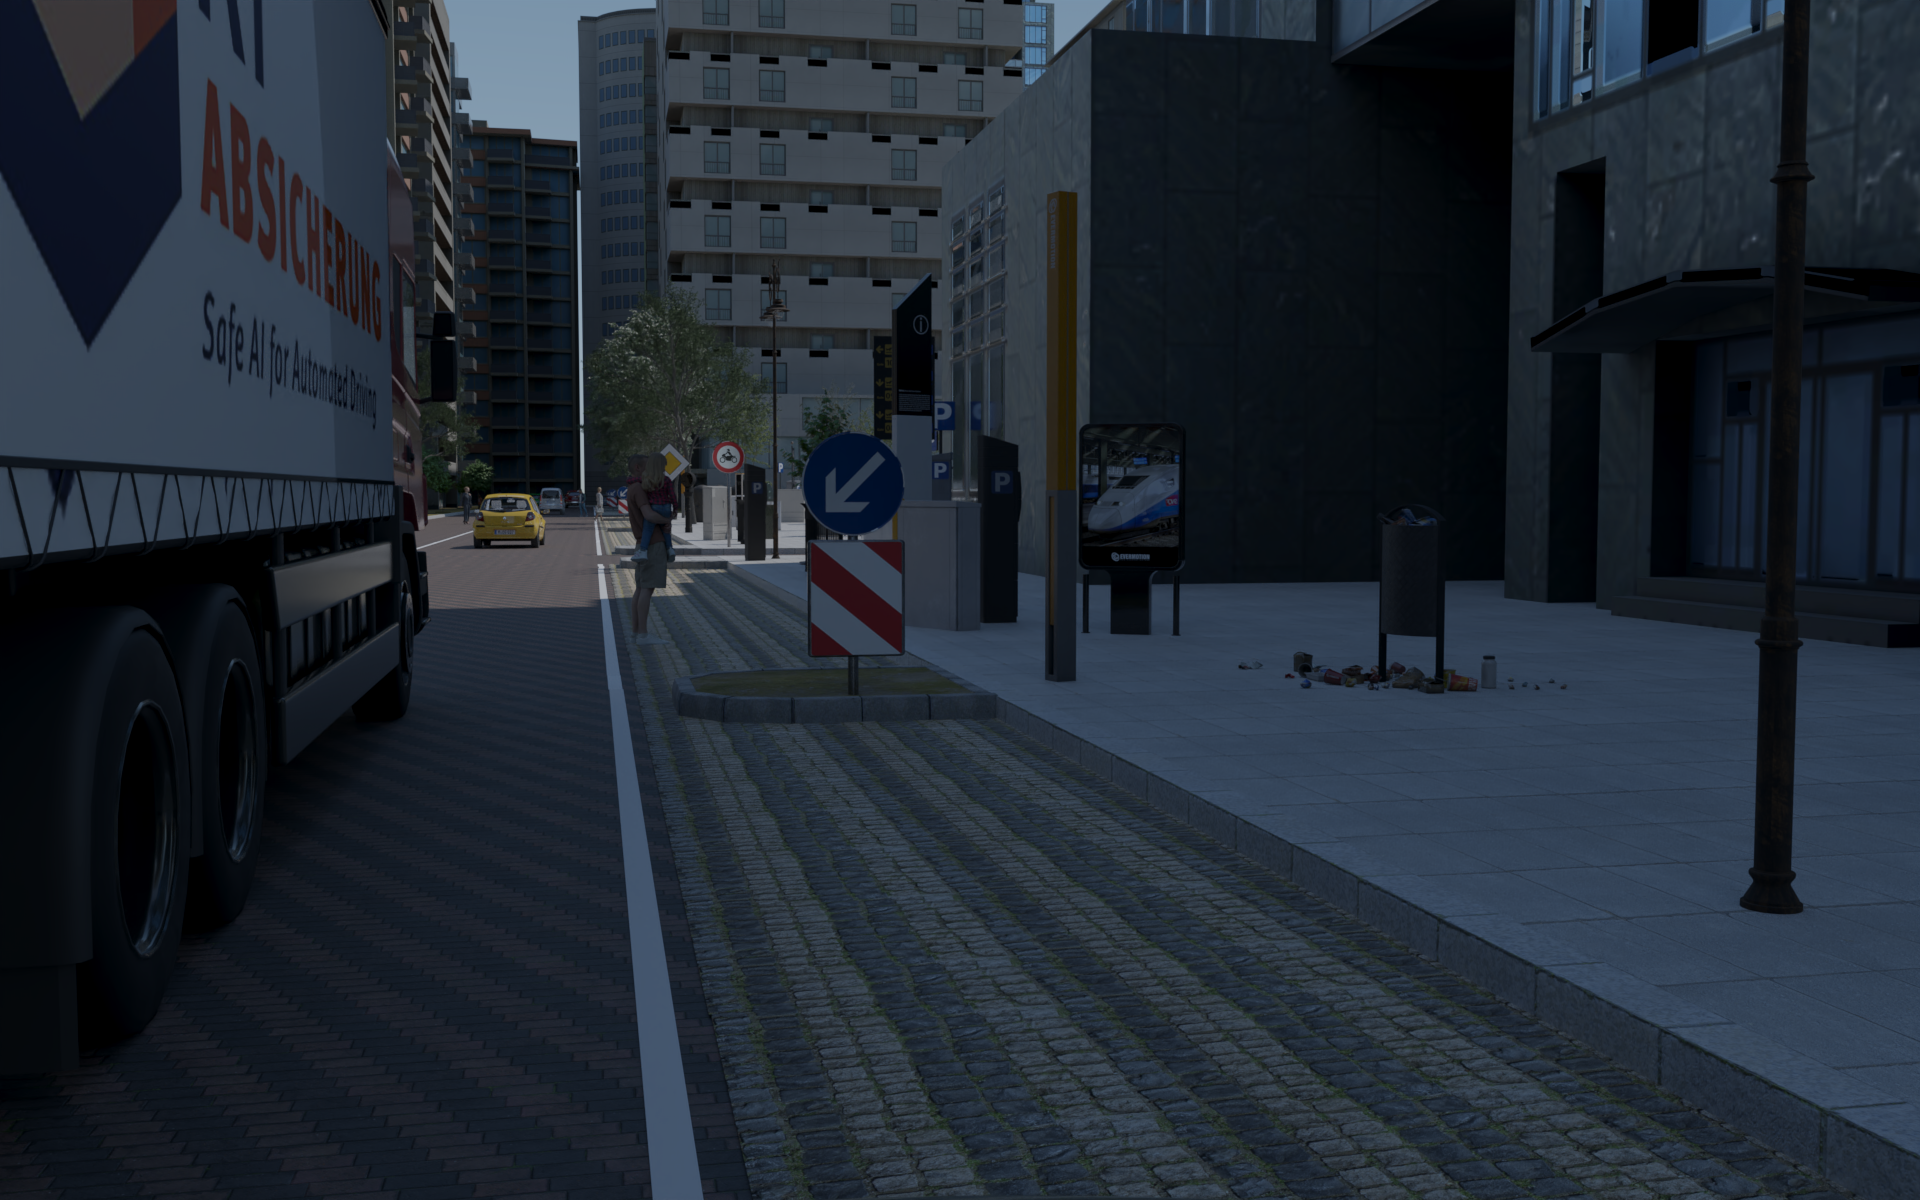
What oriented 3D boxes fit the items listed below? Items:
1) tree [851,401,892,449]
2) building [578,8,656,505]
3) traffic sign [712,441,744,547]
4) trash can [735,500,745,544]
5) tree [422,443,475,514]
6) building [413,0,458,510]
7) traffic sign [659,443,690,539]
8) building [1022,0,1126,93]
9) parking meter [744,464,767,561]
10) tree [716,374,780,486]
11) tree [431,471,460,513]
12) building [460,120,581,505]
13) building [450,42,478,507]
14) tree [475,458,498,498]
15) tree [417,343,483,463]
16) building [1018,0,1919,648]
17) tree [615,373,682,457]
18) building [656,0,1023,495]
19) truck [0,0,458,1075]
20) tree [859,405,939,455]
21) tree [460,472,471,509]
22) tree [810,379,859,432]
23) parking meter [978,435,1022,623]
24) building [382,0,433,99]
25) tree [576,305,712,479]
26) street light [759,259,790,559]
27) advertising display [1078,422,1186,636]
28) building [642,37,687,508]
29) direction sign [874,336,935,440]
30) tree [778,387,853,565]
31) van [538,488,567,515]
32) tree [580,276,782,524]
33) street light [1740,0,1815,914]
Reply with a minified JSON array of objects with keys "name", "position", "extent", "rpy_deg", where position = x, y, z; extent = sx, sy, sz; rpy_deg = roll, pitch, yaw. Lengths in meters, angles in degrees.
[{"name":"tree","position":[-4.546,-9.595,107.233],"extent":[4.737,8.622,4.395],"rpy_deg":[0,3,0]},{"name":"building","position":[-31.470,-40.839,209.723],"extent":[28.212,58.520,21.231],"rpy_deg":[-1,4,-12]},{"name":"traffic sign","position":[-5.571,-2.544,41.706],"extent":[0.768,2.556,0.104],"rpy_deg":[-1,4,-9]},{"name":"trash can","position":[-5.403,-2.002,44.386],"extent":[0.748,1.137,0.748],"rpy_deg":[0,3,0]},{"name":"tree","position":[-34.494,-7.805,111.321],"extent":[4.285,4.588,4.351],"rpy_deg":[0,3,0]},{"name":"building","position":[-55.403,-32.112,148.738],"extent":[21.300,48.544,21.600],"rpy_deg":[-1,4,-12]},{"name":"traffic sign","position":[-5.718,-1.866,34.146],"extent":[0.795,2.450,0.064],"rpy_deg":[-1,4,-12]},{"name":"building","position":[23.743,-36.528,186.476],"extent":[27.495,52.752,28.713],"rpy_deg":[-1,4,-12]},{"name":"parking meter","position":[-3.931,-1.689,33.331],"extent":[0.399,1.863,0.255],"rpy_deg":[-2,4,-27]},{"name":"tree","position":[-12.352,-9.088,98.953],"extent":[4.737,8.622,4.395],"rpy_deg":[0,3,0]},{"name":"tree","position":[-35.886,-7.667,119.962],"extent":[1.663,3.219,1.824],"rpy_deg":[0,3,0]},{"name":"building","position":[-59.550,-33.662,204.993],"extent":[28.867,44.769,22.147],"rpy_deg":[-1,4,-12]},{"name":"building","position":[-64.252,-33.780,171.918],"extent":[30.456,49.044,23.786],"rpy_deg":[-1,4,-12]},{"name":"tree","position":[-43.716,-10.629,157.494],"extent":[4.285,4.588,4.351],"rpy_deg":[0,3,0]},{"name":"tree","position":[-32.178,-10.352,103.669],"extent":[7.601,10.594,8.767],"rpy_deg":[-1,4,-23]},{"name":"building","position":[13.768,-43.211,19.171],"extent":[22.319,86.520,31.000],"rpy_deg":[-1,4,-12]},{"name":"tree","position":[-17.983,-9.296,102.359],"extent":[4.360,8.622,3.978],"rpy_deg":[0,3,0]},{"name":"building","position":[-10.501,-33.737,140.844],"extent":[28.713,52.752,27.495],"rpy_deg":[-1,4,-12]},{"name":"truck","position":[-3.990,-1.139,7.535],"extent":[2.839,4.237,11.283],"rpy_deg":[-1,4,-12]},{"name":"tree","position":[-3.007,-9.268,101.889],"extent":[4.360,8.622,3.978],"rpy_deg":[0,3,0]},{"name":"tree","position":[-43.795,-9.666,152.636],"extent":[1.663,3.219,1.824],"rpy_deg":[0,3,0]},{"name":"tree","position":[-7.796,-9.875,111.823],"extent":[4.360,8.622,3.978],"rpy_deg":[0,3,0]},{"name":"parking meter","position":[0.392,-0.708,17.289],"extent":[0.399,1.863,0.255],"rpy_deg":[-1,4,-17]},{"name":"building","position":[-49.722,-28.712,124.070],"extent":[22.147,44.769,28.867],"rpy_deg":[-1,4,-12]},{"name":"tree","position":[-20.641,-12.663,113.690],"extent":[9.857,13.997,8.962],"rpy_deg":[0,3,0]},{"name":"street light","position":[-3.653,-3.755,34.175],"extent":[0.468,5.910,1.993],"rpy_deg":[-1,4,-12]},{"name":"advertising display","position":[1.564,-0.647,15.791],"extent":[0.974,1.923,0.123],"rpy_deg":[1,4,20]},{"name":"building","position":[-22.137,-29.160,160.357],"extent":[14.154,41.232,14.086],"rpy_deg":[-1,4,-12]},{"name":"direction sign","position":[-0.799,-2.014,24.921],"extent":[0.876,3.537,0.379],"rpy_deg":[0,4,-5]},{"name":"tree","position":[-2.529,-2.254,31.450],"extent":[1.663,3.219,1.824],"rpy_deg":[0,3,0]},{"name":"van","position":[-28.535,-6.982,121.161],"extent":[2.013,2.044,4.112],"rpy_deg":[-1,4,-11]},{"name":"tree","position":[-11.567,-8.530,73.883],"extent":[8.767,10.594,7.601],"rpy_deg":[-2,4,-35]},{"name":"street light","position":[2.517,-1.982,5.194],"extent":[0.468,5.910,1.993],"rpy_deg":[-1,4,-12]}]
